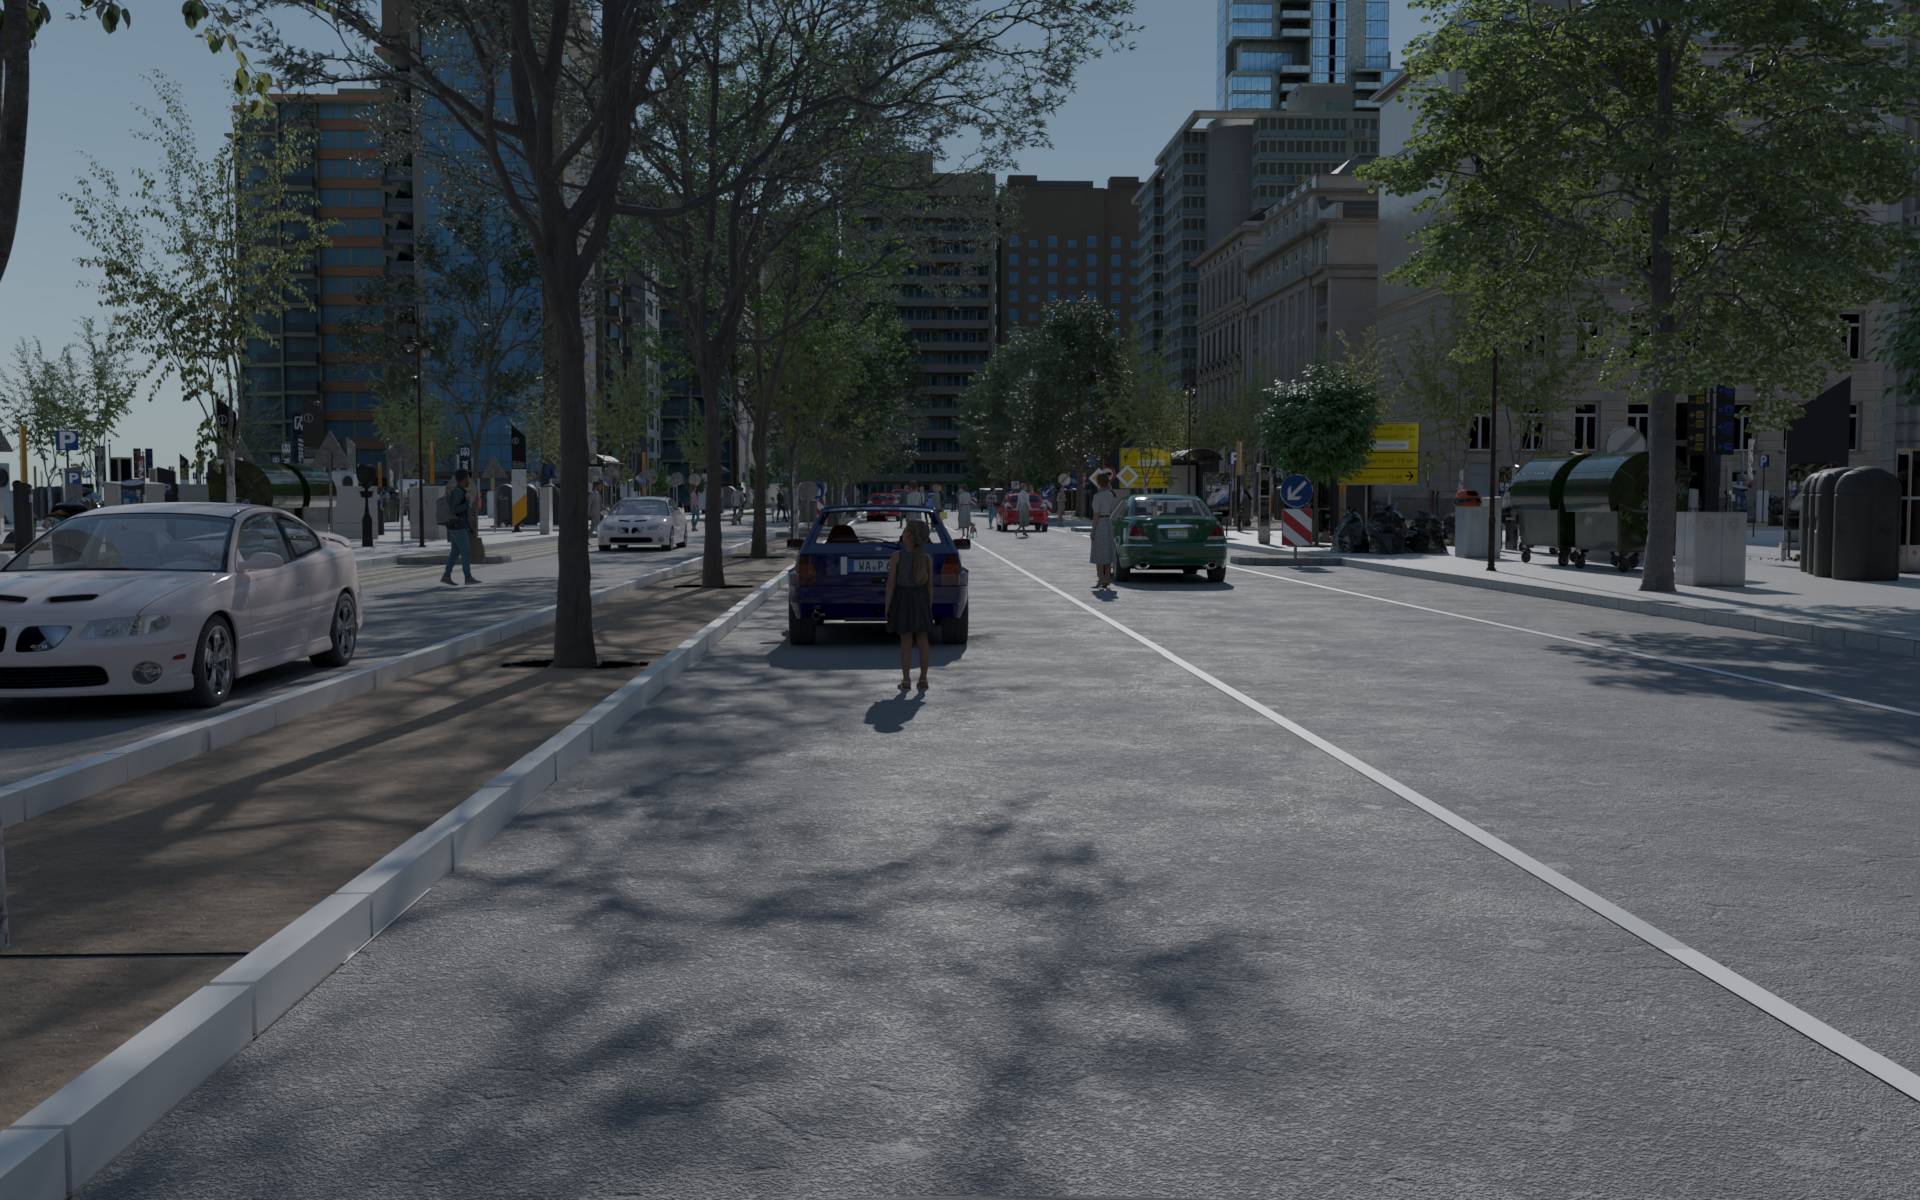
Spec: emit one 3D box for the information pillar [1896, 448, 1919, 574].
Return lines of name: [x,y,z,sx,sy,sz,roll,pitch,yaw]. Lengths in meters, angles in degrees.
information pillar: [15.347,-1.438,28.002,0.304,2.012,0.304,-1,4,-15]

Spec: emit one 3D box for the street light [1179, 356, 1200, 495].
street light: [7.683,-5.214,58.044,0.468,5.910,1.993,0,4,-2]

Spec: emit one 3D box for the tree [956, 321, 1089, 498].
tree: [5.302,-13.590,128.849,9.857,13.997,8.962,0,3,0]

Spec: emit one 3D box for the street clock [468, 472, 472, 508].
street clock: [-16.015,-3.171,56.414,0.358,2.002,0.471,2,4,35]

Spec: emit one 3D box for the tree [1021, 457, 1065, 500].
tree: [5.919,-8.462,122.073,4.285,4.588,4.351,0,3,0]

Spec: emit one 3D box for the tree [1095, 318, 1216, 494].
tree: [7.703,-7.436,71.941,4.737,8.622,4.395,0,3,0]

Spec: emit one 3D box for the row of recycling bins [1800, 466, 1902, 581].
row of recycling bins: [13.844,-1.221,27.081,1.069,1.692,3.534,1,4,17]

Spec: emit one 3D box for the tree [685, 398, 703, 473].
tree: [-19.221,-10.969,129.703,4.737,8.622,4.395,0,3,0]

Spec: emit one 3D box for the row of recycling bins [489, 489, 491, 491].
row of recycling bins: [-35.324,-7.581,131.068,3.534,1.692,1.069,3,5,44]

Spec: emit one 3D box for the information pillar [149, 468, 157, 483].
information pillar: [-22.798,-2.736,49.221,0.304,2.012,0.304,2,4,27]

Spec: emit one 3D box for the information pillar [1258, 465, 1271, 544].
information pillar: [7.834,-2.452,44.588,0.304,2.012,0.304,0,4,4]

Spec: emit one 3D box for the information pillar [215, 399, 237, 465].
information pillar: [-17.500,-3.057,41.335,0.504,3.616,0.183,-3,5,-43]

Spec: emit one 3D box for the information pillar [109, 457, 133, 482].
information pillar: [-16.683,-1.835,34.487,0.304,2.012,0.304,2,4,28]

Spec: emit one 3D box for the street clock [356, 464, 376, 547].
street clock: [-14.414,-2.294,42.081,0.471,2.002,0.358,2,4,34]

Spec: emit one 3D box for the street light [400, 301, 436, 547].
street light: [-13.014,-4.216,41.721,0.468,5.910,1.993,0,4,-2]

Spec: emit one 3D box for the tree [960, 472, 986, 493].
tree: [1.720,-14.225,216.289,4.285,4.588,4.351,0,3,0]

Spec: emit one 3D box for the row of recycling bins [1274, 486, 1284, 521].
row of recycling bins: [16.027,-4.733,84.498,1.069,1.692,3.534,0,4,-2]

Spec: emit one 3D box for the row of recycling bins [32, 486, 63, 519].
row of recycling bins: [-46.254,-4.979,88.527,3.534,1.692,1.069,2,4,35]

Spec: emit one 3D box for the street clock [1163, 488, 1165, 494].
street clock: [10.296,-5.024,86.719,0.358,2.002,0.471,1,4,16]

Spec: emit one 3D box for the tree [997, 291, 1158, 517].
tree: [6.738,-11.092,98.355,9.611,12.733,9.660,0,3,0]

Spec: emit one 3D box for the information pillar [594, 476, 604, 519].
information pillar: [-14.828,-4.077,71.152,0.304,2.012,0.304,-3,5,-45]

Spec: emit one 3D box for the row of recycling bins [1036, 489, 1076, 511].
row of recycling bins: [7.490,-7.640,132.029,3.534,1.692,1.069,-1,4,-21]

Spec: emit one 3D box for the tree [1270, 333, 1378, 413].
tree: [17.383,-7.901,79.539,4.737,8.622,4.395,0,3,0]

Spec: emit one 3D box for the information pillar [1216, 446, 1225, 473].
information pillar: [12.727,-5.702,84.574,0.504,3.616,0.183,-2,4,-31]

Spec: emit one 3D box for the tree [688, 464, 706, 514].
tree: [-16.891,-7.149,111.486,1.663,3.219,1.824,0,3,0]

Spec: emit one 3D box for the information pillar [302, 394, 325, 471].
information pillar: [-15.148,-3.012,40.601,0.504,3.616,0.183,-1,4,-9]

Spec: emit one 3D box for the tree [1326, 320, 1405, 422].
tree: [17.004,-7.573,74.174,4.360,8.622,3.978,0,3,0]

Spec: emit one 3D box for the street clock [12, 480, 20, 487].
street clock: [-48.386,-5.161,88.949,0.471,2.002,0.358,-3,5,-40]

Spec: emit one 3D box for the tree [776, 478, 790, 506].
tree: [-19.513,-12.090,192.273,1.663,3.219,1.824,0,3,0]

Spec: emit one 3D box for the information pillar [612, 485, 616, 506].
information pillar: [-26.721,-7.894,133.551,0.304,2.012,0.304,-2,4,-30]

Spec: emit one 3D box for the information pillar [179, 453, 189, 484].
information pillar: [-44.167,-6.561,98.632,0.504,3.616,0.183,-1,4,-20]

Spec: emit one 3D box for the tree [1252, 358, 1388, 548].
tree: [8.739,-3.566,42.022,4.285,4.588,4.351,0,3,0]

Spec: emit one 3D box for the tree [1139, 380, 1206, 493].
tree: [13.106,-9.891,112.076,4.360,8.622,3.978,0,3,0]

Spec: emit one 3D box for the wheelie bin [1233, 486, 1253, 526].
wheelie bin: [11.258,-3.736,68.999,0.693,1.594,0.980,0,4,-6]

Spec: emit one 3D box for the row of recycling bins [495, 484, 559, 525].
row of recycling bins: [-17.486,-3.970,72.027,3.534,1.692,1.069,-1,4,-23]

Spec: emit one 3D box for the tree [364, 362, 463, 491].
tree: [-31.293,-8.968,96.984,4.737,8.622,4.395,0,3,0]

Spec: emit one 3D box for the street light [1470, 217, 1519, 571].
street light: [8.882,-3.425,28.786,0.468,5.910,1.993,0,4,-2]

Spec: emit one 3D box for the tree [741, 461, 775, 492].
tree: [-18.245,-10.545,156.126,4.285,4.588,4.351,0,3,0]

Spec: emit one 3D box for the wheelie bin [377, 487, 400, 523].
wheelie bin: [-25.892,-4.349,79.014,0.693,1.594,0.980,0,4,7]

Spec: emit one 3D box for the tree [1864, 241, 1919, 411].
tree: [10.284,-1.999,16.393,4.285,4.588,4.351,0,3,0]

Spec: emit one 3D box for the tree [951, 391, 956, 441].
tree: [4.098,-15.451,159.278,9.857,13.997,8.962,0,3,0]

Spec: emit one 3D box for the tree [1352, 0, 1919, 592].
tree: [9.195,-6.416,23.033,7.486,12.596,7.792,0,3,0]

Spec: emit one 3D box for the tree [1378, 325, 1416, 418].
tree: [15.137,-6.247,52.506,4.737,8.622,4.395,0,3,0]

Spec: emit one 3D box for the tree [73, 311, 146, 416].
tree: [-34.701,-7.276,69.318,4.737,8.622,4.395,0,3,0]

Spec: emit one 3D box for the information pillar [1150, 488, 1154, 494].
information pillar: [12.679,-6.763,115.068,0.304,2.012,0.304,3,4,36]

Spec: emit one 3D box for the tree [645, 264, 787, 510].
tree: [-18.509,-17.356,139.665,12.611,20.169,13.585,0,3,0]

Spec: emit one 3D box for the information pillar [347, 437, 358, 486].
information pillar: [-24.990,-4.886,71.236,0.504,3.616,0.183,2,4,24]

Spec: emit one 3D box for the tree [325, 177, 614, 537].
tree: [-14.548,-7.149,51.299,8.767,10.594,7.601,-1,4,-11]

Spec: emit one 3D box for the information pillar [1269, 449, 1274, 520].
information pillar: [15.157,-5.687,84.338,0.183,3.616,0.504,2,4,27]

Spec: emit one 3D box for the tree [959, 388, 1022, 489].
tree: [3.775,-15.572,172.726,7.486,12.596,7.792,0,3,0]

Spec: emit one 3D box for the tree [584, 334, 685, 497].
tree: [-15.200,-7.859,78.861,4.737,8.622,4.395,0,3,0]

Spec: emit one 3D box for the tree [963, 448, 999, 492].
tree: [2.656,-14.106,180.999,4.737,8.622,4.395,0,3,0]

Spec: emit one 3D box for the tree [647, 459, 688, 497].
tree: [-16.002,-6.027,93.137,1.663,3.219,1.824,0,3,0]

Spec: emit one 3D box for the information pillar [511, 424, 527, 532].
information pillar: [-14.761,-4.071,57.921,0.504,3.616,0.183,-1,4,-15]

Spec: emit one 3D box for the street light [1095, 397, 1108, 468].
street light: [6.672,-6.654,81.587,0.468,5.910,1.993,0,4,-2]

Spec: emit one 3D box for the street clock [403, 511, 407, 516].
street clock: [-32.475,-5.911,101.209,0.358,2.002,0.471,-3,5,-41]

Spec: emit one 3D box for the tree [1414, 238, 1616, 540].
tree: [15.500,-5.948,47.618,4.737,8.622,4.395,0,3,0]

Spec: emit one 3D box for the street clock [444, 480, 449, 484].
street clock: [-26.859,-5.264,90.644,0.358,2.002,0.471,-1,4,-19]
